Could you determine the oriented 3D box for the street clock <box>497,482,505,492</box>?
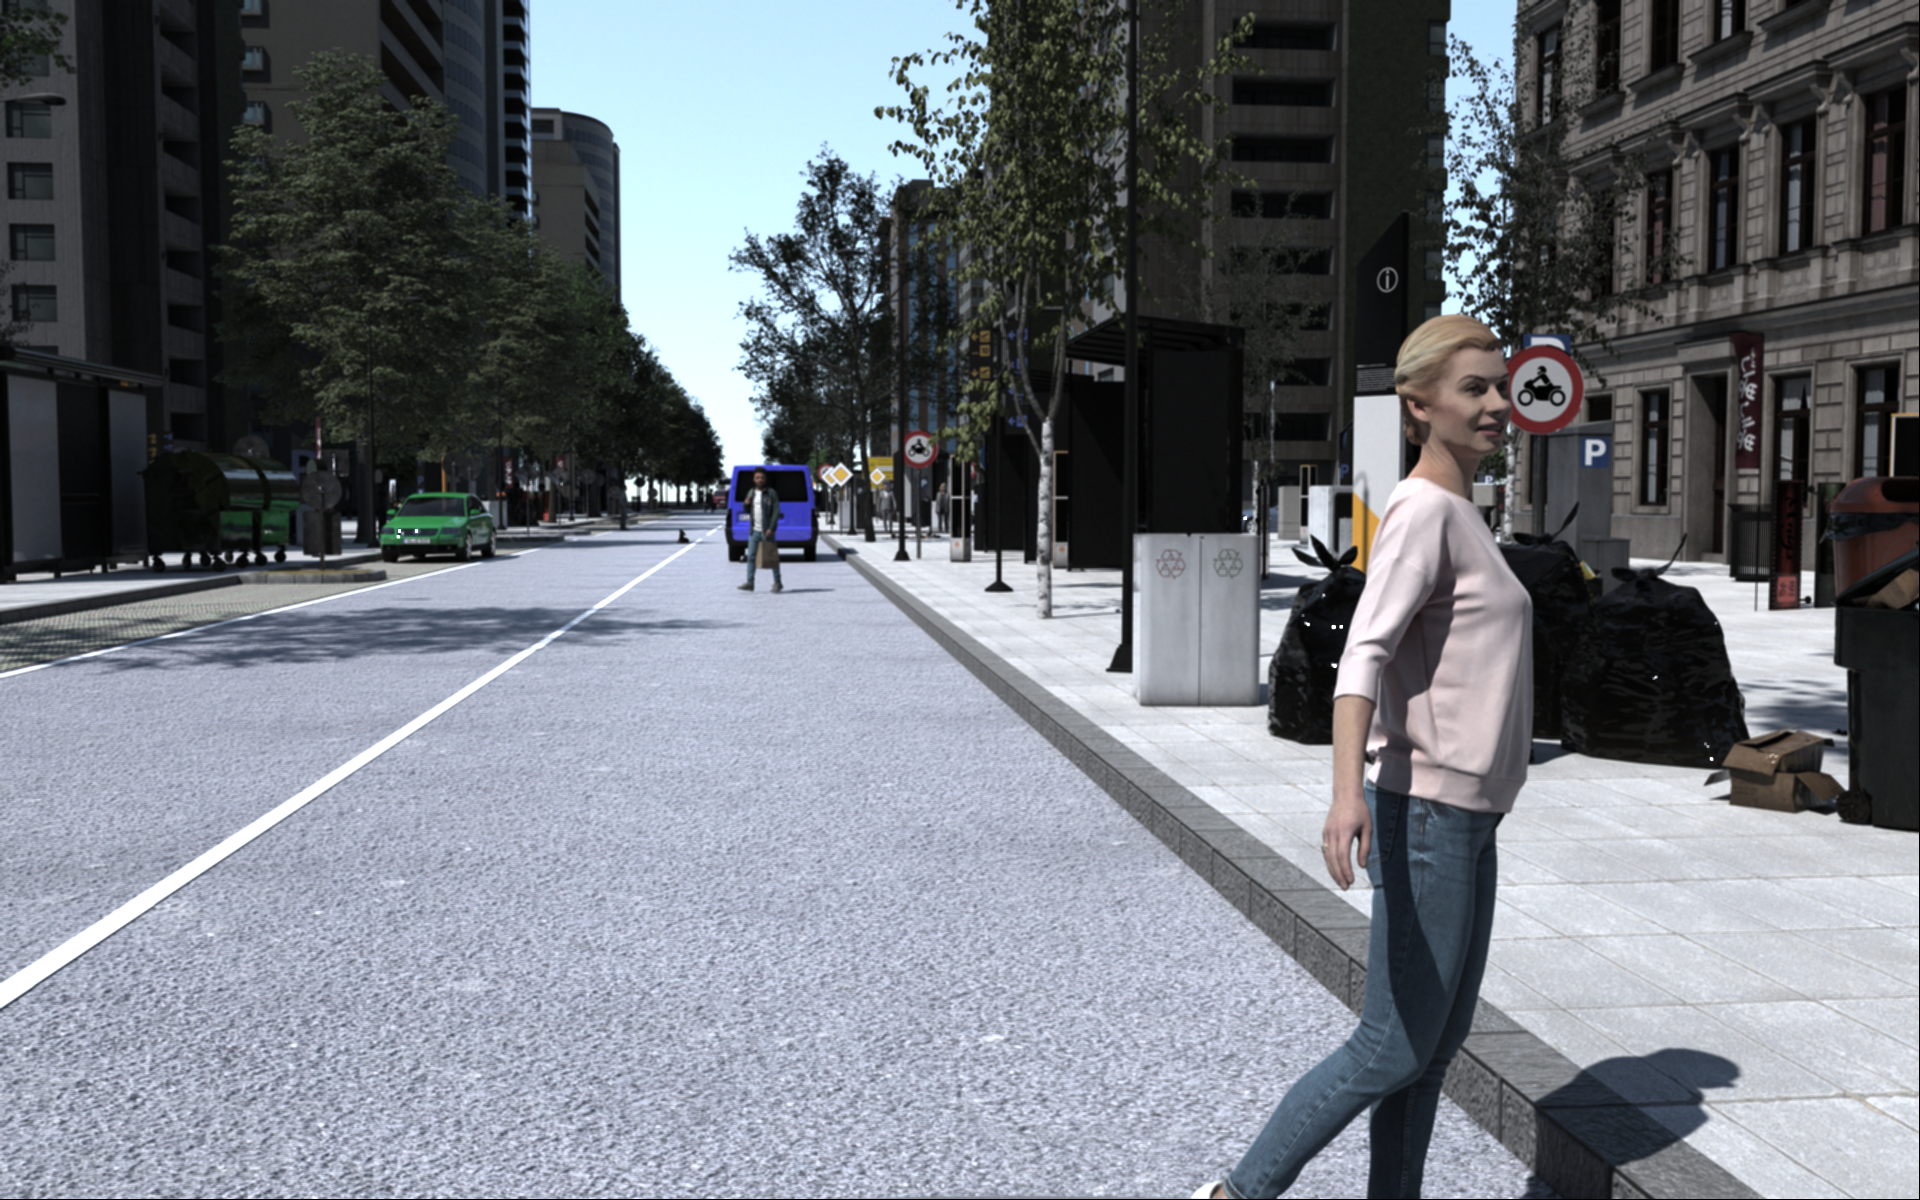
[{"bbox_3d":[-27.069,-5.971,102.189,0.358,2.002,0.471,2,4,33],"label":"street clock"}]

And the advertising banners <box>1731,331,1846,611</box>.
[{"bbox_3d":[9.168,-1.403,19.124,2.074,3.025,0.090,-2,4,-28],"label":"advertising banners"}]

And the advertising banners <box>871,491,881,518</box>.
[{"bbox_3d":[-3.803,-6.164,96.962,2.074,3.025,0.090,-1,4,-17],"label":"advertising banners"}]

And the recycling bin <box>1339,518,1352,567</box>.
[{"bbox_3d":[4.338,-0.324,17.859,0.722,1.027,0.722,0,4,-1],"label":"recycling bin"}]

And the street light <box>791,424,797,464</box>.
[{"bbox_3d":[-8.270,-7.419,93.839,1.470,5.913,1.316,0,4,-6],"label":"street light"}]

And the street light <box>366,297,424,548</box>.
[{"bbox_3d":[-13.349,-4.183,40.940,1.470,5.913,1.316,0,4,-6],"label":"street light"}]

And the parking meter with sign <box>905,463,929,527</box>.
[{"bbox_3d":[-1.582,-4.437,68.812,0.543,3.016,1.738,-2,4,-25],"label":"parking meter with sign"}]

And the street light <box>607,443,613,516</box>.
[{"bbox_3d":[-20.295,-7.977,102.969,1.470,5.913,1.316,0,4,-6],"label":"street light"}]

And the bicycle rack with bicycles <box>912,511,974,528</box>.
[{"bbox_3d":[-0.221,-3.224,66.101,2.925,0.926,2.852,0,4,8],"label":"bicycle rack with bicycles"}]

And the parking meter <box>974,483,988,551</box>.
[{"bbox_3d":[0.499,-1.880,39.157,0.372,1.533,0.369,0,3,0],"label":"parking meter"}]

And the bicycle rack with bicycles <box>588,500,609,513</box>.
[{"bbox_3d":[-23.685,-6.202,114.782,2.852,0.926,2.925,1,4,10],"label":"bicycle rack with bicycles"}]

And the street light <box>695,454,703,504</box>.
[{"bbox_3d":[-30.652,-13.843,198.876,1.470,5.913,1.316,0,4,-6],"label":"street light"}]

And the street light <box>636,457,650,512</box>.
[{"bbox_3d":[-22.474,-9.247,123.722,1.470,5.913,1.316,0,4,-6],"label":"street light"}]

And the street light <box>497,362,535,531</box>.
[{"bbox_3d":[-15.642,-5.407,60.941,1.470,5.913,1.316,0,4,-6],"label":"street light"}]

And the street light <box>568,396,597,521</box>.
[{"bbox_3d":[-17.904,-6.702,82.118,1.470,5.913,1.316,0,4,-6],"label":"street light"}]

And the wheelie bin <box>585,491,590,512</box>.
[{"bbox_3d":[-26.060,-6.990,122.197,0.693,1.594,0.980,0,4,1],"label":"wheelie bin"}]

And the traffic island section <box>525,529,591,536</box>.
[{"bbox_3d":[-14.091,-2.361,60.883,2.009,0.180,2.903,0,4,-6],"label":"traffic island section"}]

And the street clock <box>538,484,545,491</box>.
[{"bbox_3d":[-29.149,-7.104,120.716,0.471,2.002,0.358,-2,4,-33],"label":"street clock"}]

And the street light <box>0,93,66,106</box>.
[{"bbox_3d":[-11.072,-2.915,20.197,1.470,5.913,1.316,0,4,-6],"label":"street light"}]

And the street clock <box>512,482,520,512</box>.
[{"bbox_3d":[-25.907,-5.900,101.040,0.358,2.002,0.471,2,4,26],"label":"street clock"}]

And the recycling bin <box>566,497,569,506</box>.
[{"bbox_3d":[-30.282,-7.328,132.374,0.722,1.027,0.722,-1,4,-23],"label":"recycling bin"}]

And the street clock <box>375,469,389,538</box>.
[{"bbox_3d":[-16.767,-2.794,50.246,0.471,2.002,0.358,3,5,39],"label":"street clock"}]

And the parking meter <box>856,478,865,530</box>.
[{"bbox_3d":[-3.532,-3.474,62.508,0.399,1.863,0.255,2,4,26],"label":"parking meter"}]

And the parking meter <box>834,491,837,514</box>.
[{"bbox_3d":[-8.022,-6.231,110.287,0.372,1.533,0.369,0,3,0],"label":"parking meter"}]

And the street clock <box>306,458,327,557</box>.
[{"bbox_3d":[-13.091,-1.878,35.273,0.471,2.002,0.358,3,5,41],"label":"street clock"}]

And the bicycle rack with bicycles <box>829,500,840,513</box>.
[{"bbox_3d":[-7.344,-6.293,116.266,2.852,0.926,2.925,2,4,28],"label":"bicycle rack with bicycles"}]

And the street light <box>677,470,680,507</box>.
[{"bbox_3d":[-26.117,-11.306,157.388,1.470,5.913,1.316,0,4,-6],"label":"street light"}]

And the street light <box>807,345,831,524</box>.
[{"bbox_3d":[-3.902,-4.972,53.832,1.470,5.913,1.316,0,4,-6],"label":"street light"}]

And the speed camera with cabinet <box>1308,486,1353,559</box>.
[{"bbox_3d":[7.882,-2.469,34.697,2.038,3.252,0.660,-3,4,-37],"label":"speed camera with cabinet"}]

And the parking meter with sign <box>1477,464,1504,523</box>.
[{"bbox_3d":[16.306,-3.517,53.767,0.543,3.016,1.738,0,4,3],"label":"parking meter with sign"}]

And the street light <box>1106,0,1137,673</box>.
[{"bbox_3d":[0.691,-2.434,12.339,1.470,5.913,1.316,0,4,-6],"label":"street light"}]

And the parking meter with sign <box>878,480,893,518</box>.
[{"bbox_3d":[-3.746,-5.836,91.674,0.543,3.016,1.738,-3,4,-38],"label":"parking meter with sign"}]

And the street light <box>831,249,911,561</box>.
[{"bbox_3d":[-1.653,-3.702,33.074,1.470,5.913,1.316,0,4,-6],"label":"street light"}]

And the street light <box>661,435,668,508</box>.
[{"bbox_3d":[-23.978,-10.033,136.573,1.470,5.913,1.316,0,4,-6],"label":"street light"}]

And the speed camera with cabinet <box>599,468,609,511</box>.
[{"bbox_3d":[-26.754,-8.413,131.890,2.038,3.252,0.660,2,4,26],"label":"speed camera with cabinet"}]

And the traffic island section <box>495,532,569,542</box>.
[{"bbox_3d":[-13.220,-1.876,52.945,2.009,0.180,2.903,0,4,-6],"label":"traffic island section"}]

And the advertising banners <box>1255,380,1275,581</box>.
[{"bbox_3d":[4.614,-1.829,26.091,0.090,3.025,2.074,1,4,16],"label":"advertising banners"}]

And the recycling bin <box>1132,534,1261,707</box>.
[{"bbox_3d":[1.460,0.109,10.772,0.722,1.027,0.722,0,4,1],"label":"recycling bin"}]

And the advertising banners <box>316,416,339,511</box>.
[{"bbox_3d":[-14.001,-2.576,38.306,0.090,3.025,2.074,-2,4,-31],"label":"advertising banners"}]

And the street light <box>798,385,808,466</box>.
[{"bbox_3d":[-5.967,-6.150,73.100,1.470,5.913,1.316,0,4,-6],"label":"street light"}]

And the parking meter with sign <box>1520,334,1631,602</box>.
[{"bbox_3d":[6.476,-1.339,18.156,0.543,3.016,1.738,0,4,-6],"label":"parking meter with sign"}]

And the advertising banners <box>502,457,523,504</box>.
[{"bbox_3d":[-20.557,-5.238,81.834,2.074,3.025,0.090,-1,4,-20],"label":"advertising banners"}]

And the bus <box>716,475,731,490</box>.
[{"bbox_3d":[-25.610,-12.211,194.516,2.948,3.499,13.247,0,4,-5],"label":"bus"}]

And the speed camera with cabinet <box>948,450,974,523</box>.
[{"bbox_3d":[0.494,-5.074,77.295,2.038,3.252,0.660,2,4,33],"label":"speed camera with cabinet"}]

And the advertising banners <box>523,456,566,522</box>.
[{"bbox_3d":[-19.263,-5.164,80.612,2.074,3.025,0.090,1,4,15],"label":"advertising banners"}]

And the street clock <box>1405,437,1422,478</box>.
[{"bbox_3d":[4.506,-0.769,17.142,0.471,2.002,0.358,-3,5,-41],"label":"street clock"}]

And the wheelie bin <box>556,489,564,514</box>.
[{"bbox_3d":[-26.011,-6.349,111.713,0.980,1.594,0.693,3,4,39],"label":"wheelie bin"}]

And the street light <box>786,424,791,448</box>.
[{"bbox_3d":[-10.671,-8.715,115.026,1.470,5.913,1.316,0,4,-6],"label":"street light"}]
